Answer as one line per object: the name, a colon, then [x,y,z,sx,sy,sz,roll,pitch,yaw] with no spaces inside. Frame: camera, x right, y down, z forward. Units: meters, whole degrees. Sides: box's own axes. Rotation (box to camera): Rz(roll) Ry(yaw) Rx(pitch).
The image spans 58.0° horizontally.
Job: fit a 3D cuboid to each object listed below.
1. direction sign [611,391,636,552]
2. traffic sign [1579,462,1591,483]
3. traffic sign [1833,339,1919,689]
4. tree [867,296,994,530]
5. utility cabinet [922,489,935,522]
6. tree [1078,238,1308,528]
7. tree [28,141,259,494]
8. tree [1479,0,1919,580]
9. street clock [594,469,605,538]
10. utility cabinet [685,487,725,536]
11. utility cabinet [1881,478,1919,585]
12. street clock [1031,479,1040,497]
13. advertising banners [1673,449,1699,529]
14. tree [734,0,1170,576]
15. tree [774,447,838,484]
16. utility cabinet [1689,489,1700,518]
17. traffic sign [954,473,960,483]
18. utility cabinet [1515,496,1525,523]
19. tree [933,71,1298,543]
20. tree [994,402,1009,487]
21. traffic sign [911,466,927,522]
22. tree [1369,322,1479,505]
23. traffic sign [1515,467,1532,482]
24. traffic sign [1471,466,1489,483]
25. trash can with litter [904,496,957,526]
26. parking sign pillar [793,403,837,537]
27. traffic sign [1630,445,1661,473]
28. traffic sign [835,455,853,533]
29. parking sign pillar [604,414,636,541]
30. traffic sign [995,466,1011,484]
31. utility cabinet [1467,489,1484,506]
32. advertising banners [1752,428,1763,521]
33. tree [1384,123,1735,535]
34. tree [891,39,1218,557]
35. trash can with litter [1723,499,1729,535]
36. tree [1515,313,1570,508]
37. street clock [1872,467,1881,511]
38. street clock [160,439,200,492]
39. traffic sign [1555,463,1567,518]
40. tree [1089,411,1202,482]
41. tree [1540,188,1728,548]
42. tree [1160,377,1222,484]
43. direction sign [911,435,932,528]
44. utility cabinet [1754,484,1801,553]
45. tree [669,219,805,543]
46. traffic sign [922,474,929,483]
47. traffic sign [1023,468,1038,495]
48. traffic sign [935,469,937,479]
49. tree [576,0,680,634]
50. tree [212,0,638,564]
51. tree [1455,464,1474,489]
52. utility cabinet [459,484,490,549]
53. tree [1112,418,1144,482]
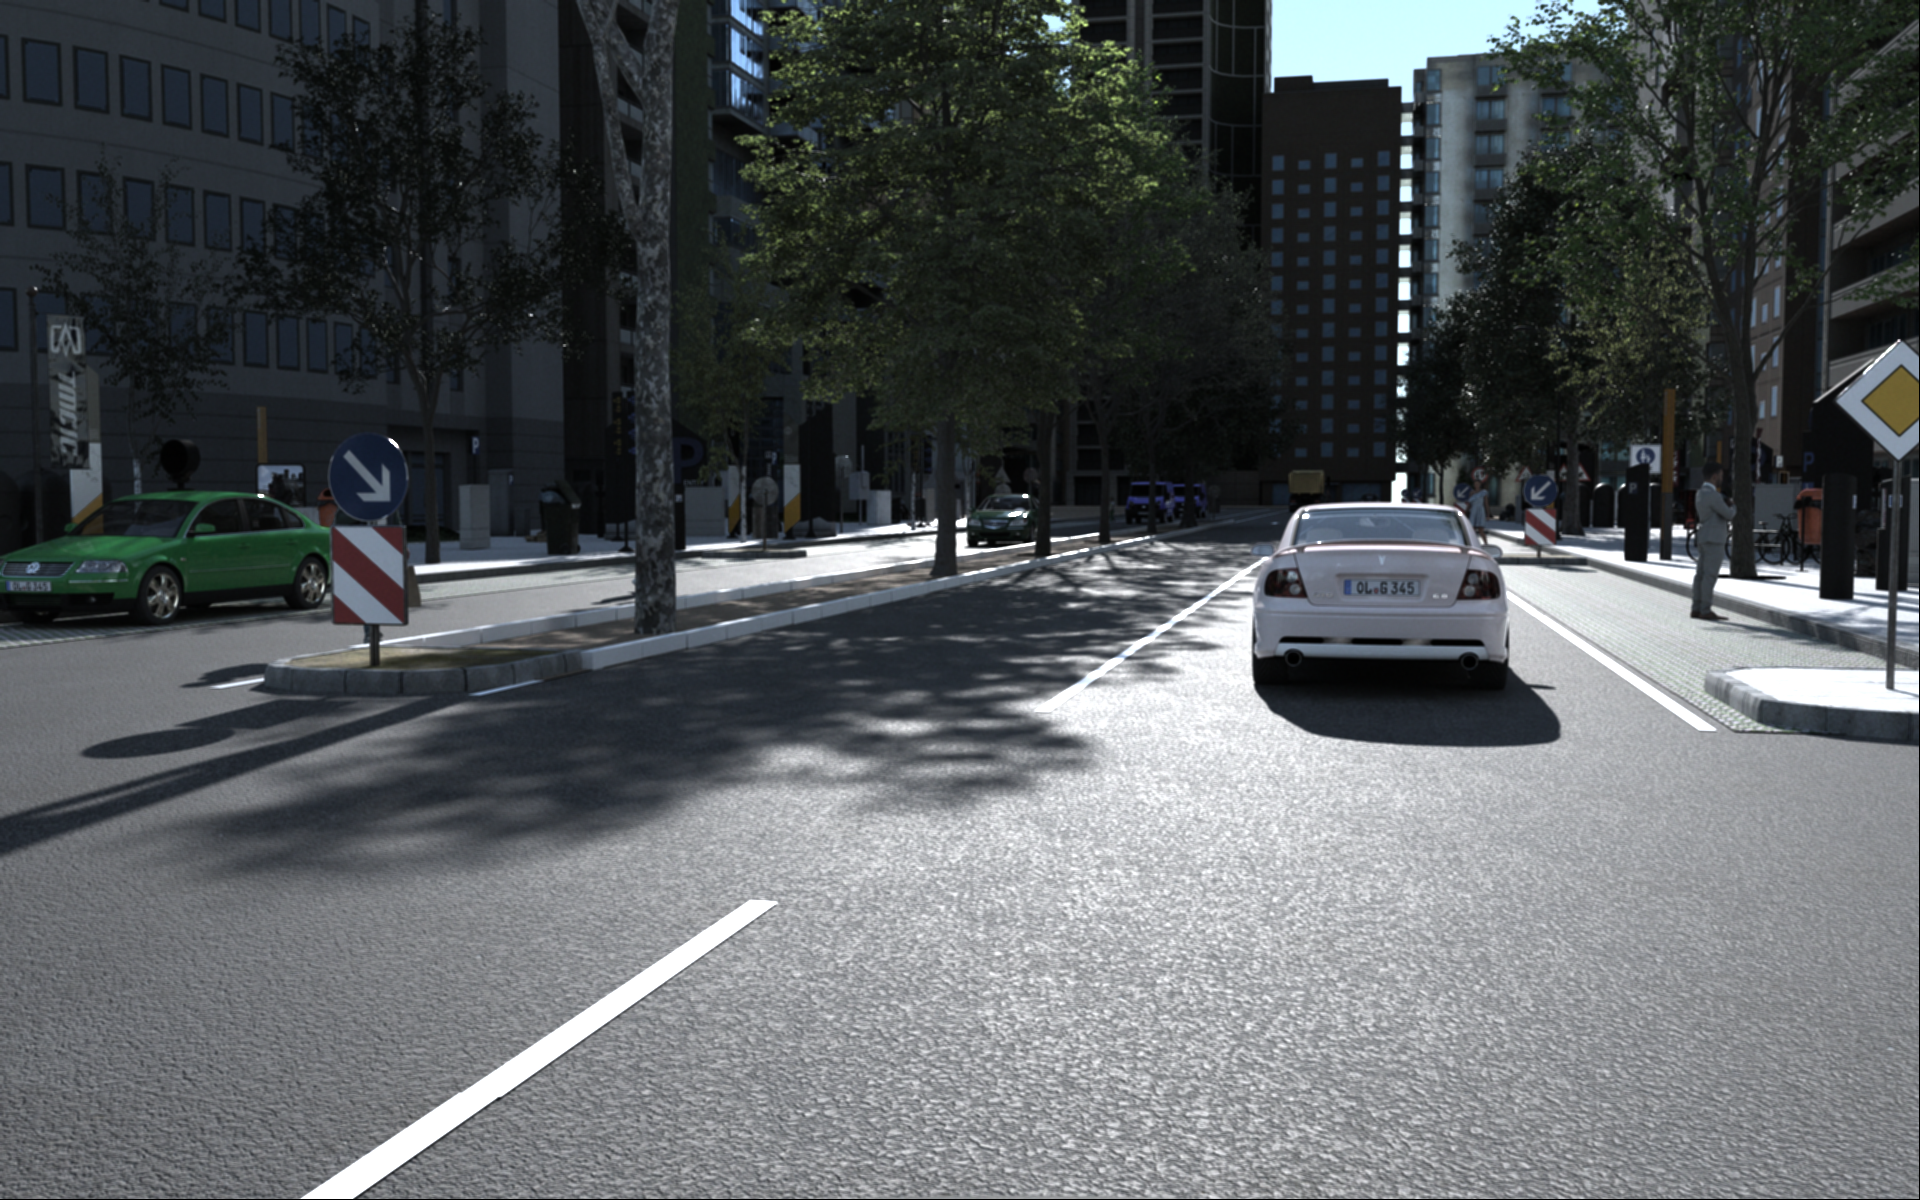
direction sign: [-7.384,-2.828,38.242,0.876,3.537,0.379,3,5,42]
traffic sign: [25.328,-4.332,70.824,0.884,2.594,0.081,1,4,15]
traffic sign: [6.116,-0.470,11.333,0.795,2.450,0.064,1,4,13]
tree: [-1.647,-6.833,62.078,4.737,8.622,4.395,0,3,0]
utility cabinet: [-1.460,-4.256,78.271,0.318,1.500,1.173,1,4,16]
tree: [9.647,-9.366,72.602,9.611,12.733,9.660,0,3,0]
tree: [-17.513,-5.315,37.271,4.360,8.622,3.978,0,3,0]
tree: [11.858,-6.139,26.130,9.928,11.665,9.643,0,3,0]
street clock: [-10.524,-2.821,50.694,0.358,2.002,0.471,-1,4,-9]
utility cabinet: [-7.757,-2.691,52.679,1.173,1.500,0.318,0,4,4]
utility cabinet: [13.478,-0.946,24.139,0.318,1.500,1.173,-2,4,-31]
street clock: [3.625,-4.789,82.871,0.471,2.002,0.358,0,4,7]
advertising banners: [26.556,-4.079,62.876,2.074,3.025,0.090,-1,4,-13]
tree: [-0.264,-6.715,30.382,7.486,12.596,7.792,0,3,0]
tree: [-7.975,-6.501,90.009,4.285,4.588,4.351,0,3,0]
utility cabinet: [33.606,-4.261,78.343,1.173,1.500,0.318,2,4,26]
traffic sign: [-0.437,-5.058,82.694,0.884,2.594,0.081,1,4,17]
utility cabinet: [24.807,-3.944,75.640,1.020,1.237,0.306,1,4,13]
tree: [4.238,-8.405,50.242,12.009,13.543,11.850,0,3,0]
tree: [0.352,-7.648,75.403,4.737,8.622,4.395,0,3,0]
traffic sign: [-1.912,-4.865,79.653,0.768,2.556,0.104,1,4,17]
tree: [34.278,-13.032,123.441,12.009,13.543,11.850,0,3,0]
traffic sign: [23.918,-4.477,73.209,0.884,2.594,0.081,1,4,18]
traffic sign: [23.900,-4.867,79.685,0.768,2.556,0.104,1,4,17]
trash can with litter: [-1.278,-3.550,69.107,2.233,1.210,1.678,1,4,11]
parking sign pillar: [-4.408,-3.872,51.786,1.447,3.967,1.447,1,4,13]
traffic sign: [14.129,-2.057,35.755,0.606,2.300,0.079,1,4,18]
traffic sign: [-3.893,-3.467,56.792,0.768,2.556,0.104,1,4,17]
parking sign pillar: [-9.235,-3.666,48.410,1.447,3.967,1.447,0,4,1]
traffic sign: [1.907,-4.882,79.824,0.884,2.594,0.081,1,4,14]
utility cabinet: [24.350,-4.470,81.761,0.318,1.500,1.173,3,5,44]
advertising banners: [20.605,-2.997,45.191,0.090,3.025,2.074,3,5,40]
tree: [19.167,-8.373,53.906,9.611,12.733,9.660,0,3,0]
tree: [1.994,-6.805,39.479,9.928,11.665,9.643,0,3,0]
trash can with litter: [18.979,-1.963,43.481,0.624,1.170,1.055,2,4,25]
tree: [22.020,-7.113,66.661,4.737,8.622,4.395,0,3,0]
street clock: [24.355,-2.536,46.033,0.358,2.002,0.471,-1,4,-17]
street clock: [-10.385,-1.134,23.108,0.471,2.002,0.358,1,4,18]
traffic sign: [25.139,-4.414,72.169,0.884,2.594,0.081,1,4,17]
tree: [14.557,-12.258,134.833,8.767,10.594,7.601,-1,4,-11]
tree: [16.033,-5.529,40.769,4.360,8.622,3.978,0,3,0]
tree: [21.845,-15.754,164.236,9.857,13.997,8.962,0,3,0]
direction sign: [-1.484,-4.554,66.452,0.876,3.537,0.379,-2,4,-27]
utility cabinet: [17.874,-1.780,37.789,0.318,1.500,1.173,-1,4,-16]
tree: [-5.921,-5.812,45.389,4.737,8.622,4.395,0,3,0]
traffic sign: [-1.817,-4.980,81.524,0.768,2.556,0.104,1,4,16]
traffic sign: [3.414,-5.139,84.130,0.768,2.556,0.104,1,4,22]
traffic sign: [-0.828,-4.911,80.408,0.768,2.556,0.104,1,4,17]
tree: [-4.121,-9.782,18.282,12.611,20.169,13.585,0,3,0]
tree: [-9.677,-5.971,32.039,8.767,10.594,7.601,0,4,7]
tree: [31.538,-6.977,108.675,1.663,3.219,1.824,0,3,0]
utility cabinet: [-11.285,-1.931,40.246,0.318,1.500,1.173,0,4,5]
tree: [12.691,-10.632,124.198,4.360,8.622,3.978,0,3,0]
